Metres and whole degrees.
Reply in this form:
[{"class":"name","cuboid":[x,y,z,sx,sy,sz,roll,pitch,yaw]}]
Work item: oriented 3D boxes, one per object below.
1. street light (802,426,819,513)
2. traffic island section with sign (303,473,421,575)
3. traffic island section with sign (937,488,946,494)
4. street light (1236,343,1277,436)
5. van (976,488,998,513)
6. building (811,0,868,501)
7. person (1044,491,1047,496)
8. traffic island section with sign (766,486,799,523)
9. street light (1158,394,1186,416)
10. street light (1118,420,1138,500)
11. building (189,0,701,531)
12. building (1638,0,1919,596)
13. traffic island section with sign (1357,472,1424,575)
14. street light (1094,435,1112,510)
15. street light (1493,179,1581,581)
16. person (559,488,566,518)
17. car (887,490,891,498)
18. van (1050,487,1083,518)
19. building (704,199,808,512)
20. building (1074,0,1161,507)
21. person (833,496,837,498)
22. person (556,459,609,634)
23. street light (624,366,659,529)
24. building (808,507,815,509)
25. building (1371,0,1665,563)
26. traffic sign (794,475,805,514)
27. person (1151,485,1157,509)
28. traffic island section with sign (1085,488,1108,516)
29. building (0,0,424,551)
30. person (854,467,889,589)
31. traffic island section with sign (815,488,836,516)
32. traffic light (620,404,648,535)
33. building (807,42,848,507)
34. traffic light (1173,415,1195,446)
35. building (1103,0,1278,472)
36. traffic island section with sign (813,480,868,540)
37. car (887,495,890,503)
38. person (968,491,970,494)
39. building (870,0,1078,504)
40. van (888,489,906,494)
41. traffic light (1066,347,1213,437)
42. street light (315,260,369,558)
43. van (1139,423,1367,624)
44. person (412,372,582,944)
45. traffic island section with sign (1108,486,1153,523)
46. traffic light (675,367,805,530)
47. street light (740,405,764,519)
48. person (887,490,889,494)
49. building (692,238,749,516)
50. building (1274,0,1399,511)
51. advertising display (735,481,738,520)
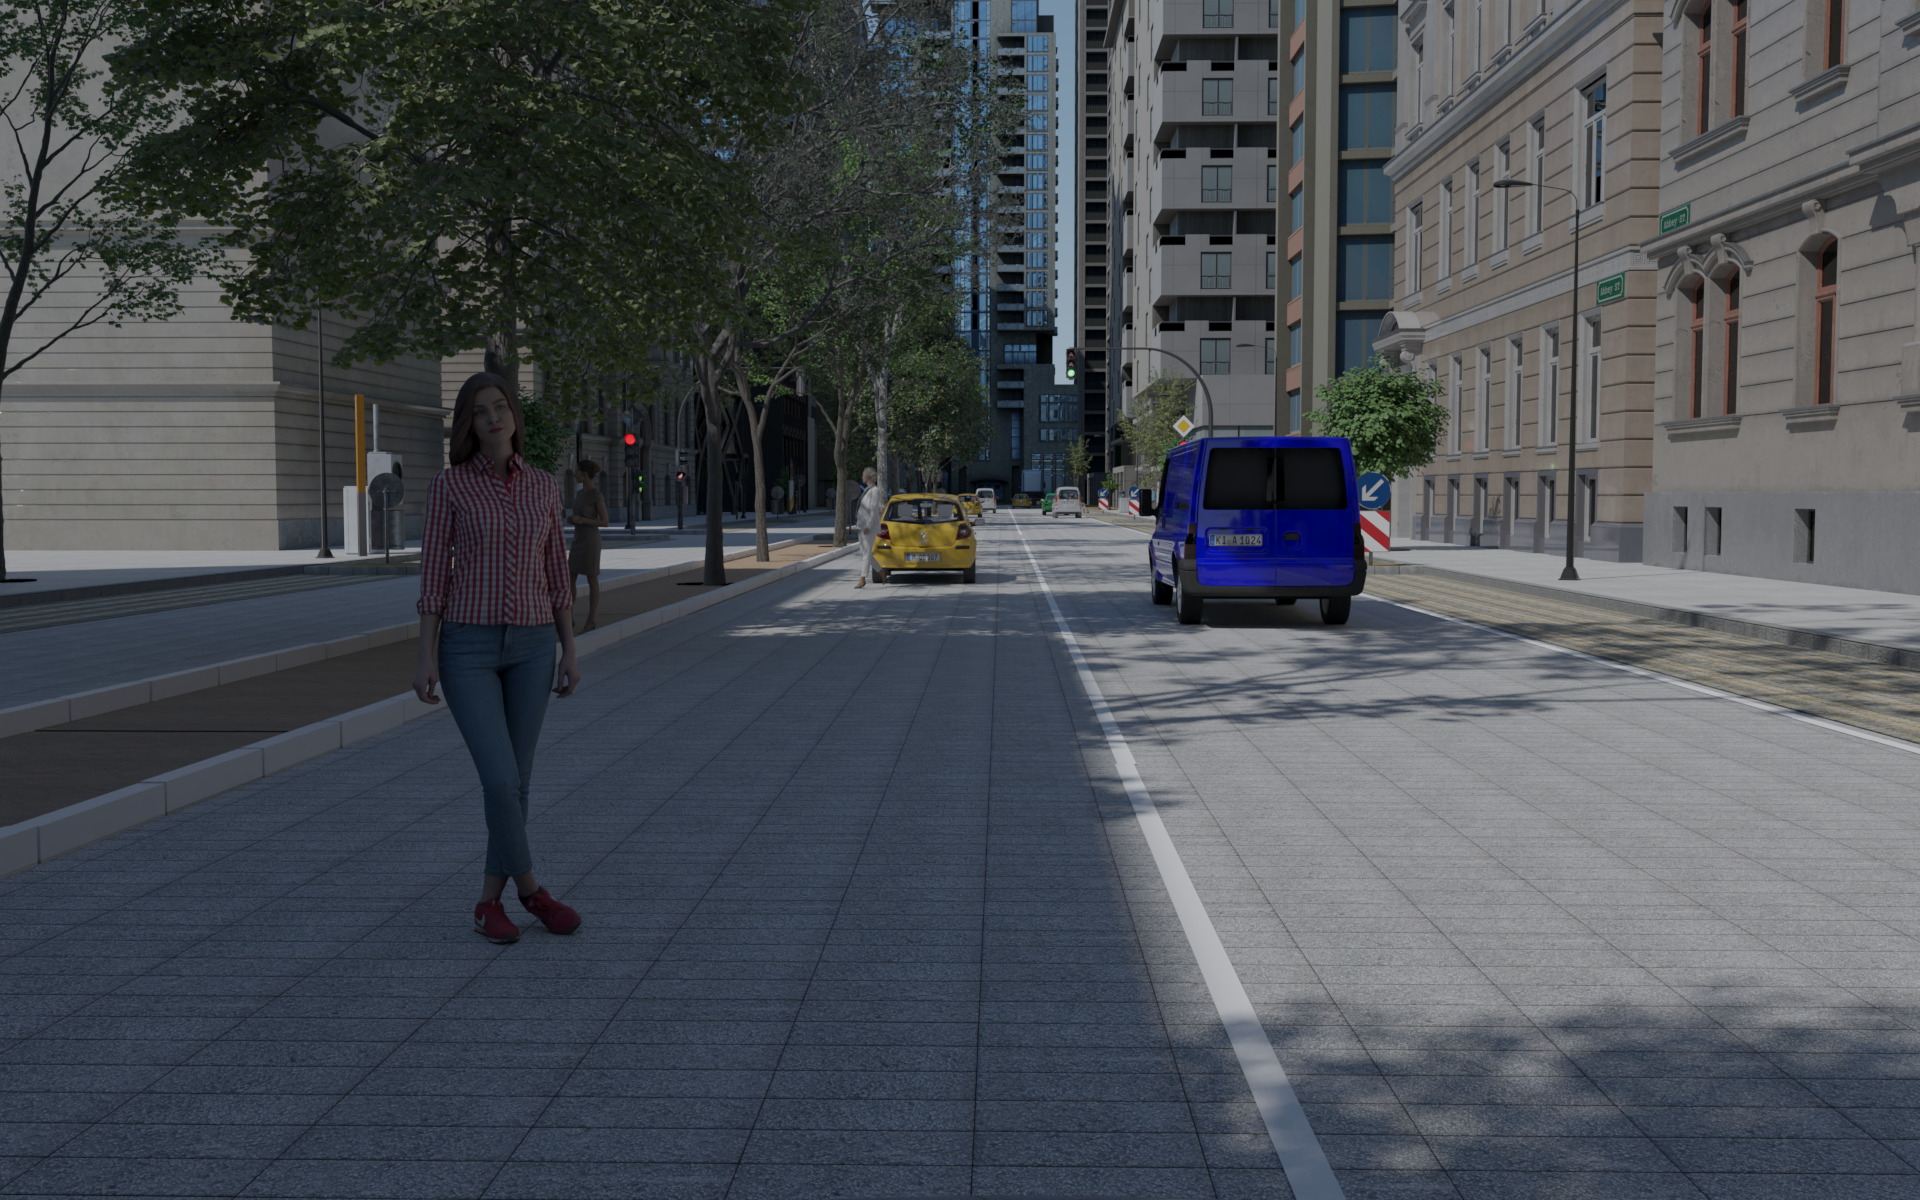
[{"class":"street light","cuboid":[-10.118,-8.940,118.710,1.470,5.913,1.316,0,4,1]},{"class":"traffic island section with sign","cuboid":[-10.498,-1.384,31.261,1.989,1.847,2.006,0,4,1]},{"class":"traffic island section with sign","cuboid":[-1.487,-7.873,136.854,2.006,1.907,1.989,0,4,1]},{"class":"street light","cuboid":[9.187,-4.947,53.429,1.470,5.913,1.316,0,4,1]},{"class":"van","cuboid":[1.876,-7.501,129.646,2.013,2.044,4.112,0,4,1]},{"class":"building","cuboid":[-24.928,-40.280,200.573,28.212,58.520,21.231,0,4,1]},{"class":"person","cuboid":[9.787,-11.485,196.805,1.217,1.766,0.721,1,4,19]},{"class":"traffic island section with sign","cuboid":[-9.139,-4.783,86.835,1.989,1.847,2.006,0,4,1]},{"class":"street light","cuboid":[9.901,-6.606,80.552,1.470,5.913,1.316,0,4,1]},{"class":"street light","cuboid":[10.608,-8.343,108.948,1.470,5.913,1.316,0,4,1]},{"class":"building","cuboid":[-20.587,-16.026,81.111,14.460,24.649,34.723,0,4,1]},{"class":"building","cuboid":[18.261,-14.175,19.149,14.401,28.519,23.554,0,4,1]},{"class":"traffic island section with sign","cuboid":[7.234,-1.401,31.533,1.989,1.847,2.006,0,4,1]},{"class":"street light","cuboid":[11.299,-10.039,136.685,1.470,5.913,1.316,0,4,1]},{"class":"street light","cuboid":[8.558,-3.251,25.690,1.470,5.913,1.316,0,4,1]},{"class":"person","cuboid":[-12.846,-2.989,55.100,0.709,1.800,0.728,-1,4,-22]},{"class":"car","cuboid":[-5.099,-6.826,120.397,1.959,1.807,4.718,0,4,0]},{"class":"van","cuboid":[6.406,-5.924,103.875,2.013,2.044,4.112,0,4,1]},{"class":"building","cuboid":[-18.349,-18.289,128.705,12.332,23.373,15.834,0,4,1]},{"class":"building","cuboid":[25.769,-48.431,230.106,20.611,71.187,20.563,0,4,1]},{"class":"person","cuboid":[-11.554,-9.074,157.663,1.065,1.426,0.557,-2,4,-34]},{"class":"person","cuboid":[-3.870,-0.540,17.674,0.599,1.781,0.374,3,5,43]},{"class":"street light","cuboid":[-11.528,-5.526,62.891,1.470,5.913,1.316,0,4,1]},{"class":"building","cuboid":[-23.532,-51.331,151.927,22.319,86.520,31.000,0,4,1]},{"class":"building","cuboid":[18.721,-15.598,40.934,13.634,28.700,20.117,0,4,1]},{"class":"traffic sign","cuboid":[-10.489,-6.916,113.189,0.768,2.556,0.104,1,4,8]},{"class":"person","cuboid":[11.558,-6.000,104.010,0.638,1.841,0.748,-1,4,-20]},{"class":"traffic island section with sign","cuboid":[9.252,-6.423,113.649,1.989,1.847,2.006,0,4,1]},{"class":"building","cuboid":[-32.162,-13.854,45.604,34.723,24.649,14.460,0,4,1]},{"class":"person","cuboid":[-1.338,-1.106,26.455,0.818,1.842,0.514,-3,5,-44]},{"class":"traffic island section with sign","cuboid":[-8.470,-6.462,114.278,1.989,1.847,2.006,0,4,1]},{"class":"traffic light","cuboid":[-10.220,-3.988,54.128,0.839,4.253,0.868,0,4,1]},{"class":"building","cuboid":[-18.860,-32.142,175.636,14.600,45.320,14.200,0,4,1]},{"class":"traffic light","cuboid":[7.931,-4.451,61.689,0.839,4.253,0.868,0,4,1]},{"class":"building","cuboid":[29.591,-35.852,175.424,28.713,52.752,27.495,0,4,1]},{"class":"traffic island section with sign","cuboid":[-3.506,-2.825,54.333,2.006,1.907,1.989,0,4,1]},{"class":"car","cuboid":[-4.726,-5.245,97.759,2.014,1.417,4.499,0,4,3]},{"class":"person","cuboid":[1.080,-10.910,187.332,0.568,1.767,0.683,1,4,22]},{"class":"building","cuboid":[0.023,-56.251,232.367,31.000,86.520,22.319,0,4,1]},{"class":"van","cuboid":[-4.856,-7.736,133.490,2.013,2.044,4.112,0,4,-1]},{"class":"traffic light","cuboid":[5.642,-4.829,53.616,4.771,5.953,1.251,0,4,1]},{"class":"street light","cuboid":[-12.169,-3.788,34.475,1.470,5.913,1.316,0,4,1]},{"class":"van","cuboid":[3.383,-0.998,20.704,2.240,2.365,5.245,0,4,2]},{"class":"person","cuboid":[-1.499,0.180,5.573,0.555,1.821,0.388,-3,5,-45]},{"class":"traffic island section with sign","cuboid":[8.585,-4.775,86.692,1.989,1.847,2.006,0,4,1]},{"class":"traffic light","cuboid":[-7.932,-5.347,62.095,4.771,5.953,1.251,0,4,1]},{"class":"street light","cuboid":[-10.820,-7.222,90.628,1.470,5.913,1.316,0,4,1]},{"class":"person","cuboid":[-7.036,-9.902,170.475,0.705,1.814,1.350,-1,4,-20]},{"class":"building","cuboid":[-21.795,-14.654,107.047,16.820,18.784,16.811,0,4,1]},{"class":"building","cuboid":[26.955,-25.734,75.378,28.867,44.769,22.147,0,4,1]},{"class":"advertising display","cuboid":[-11.304,-5.046,87.719,0.123,1.923,0.974,0,4,-6]}]
